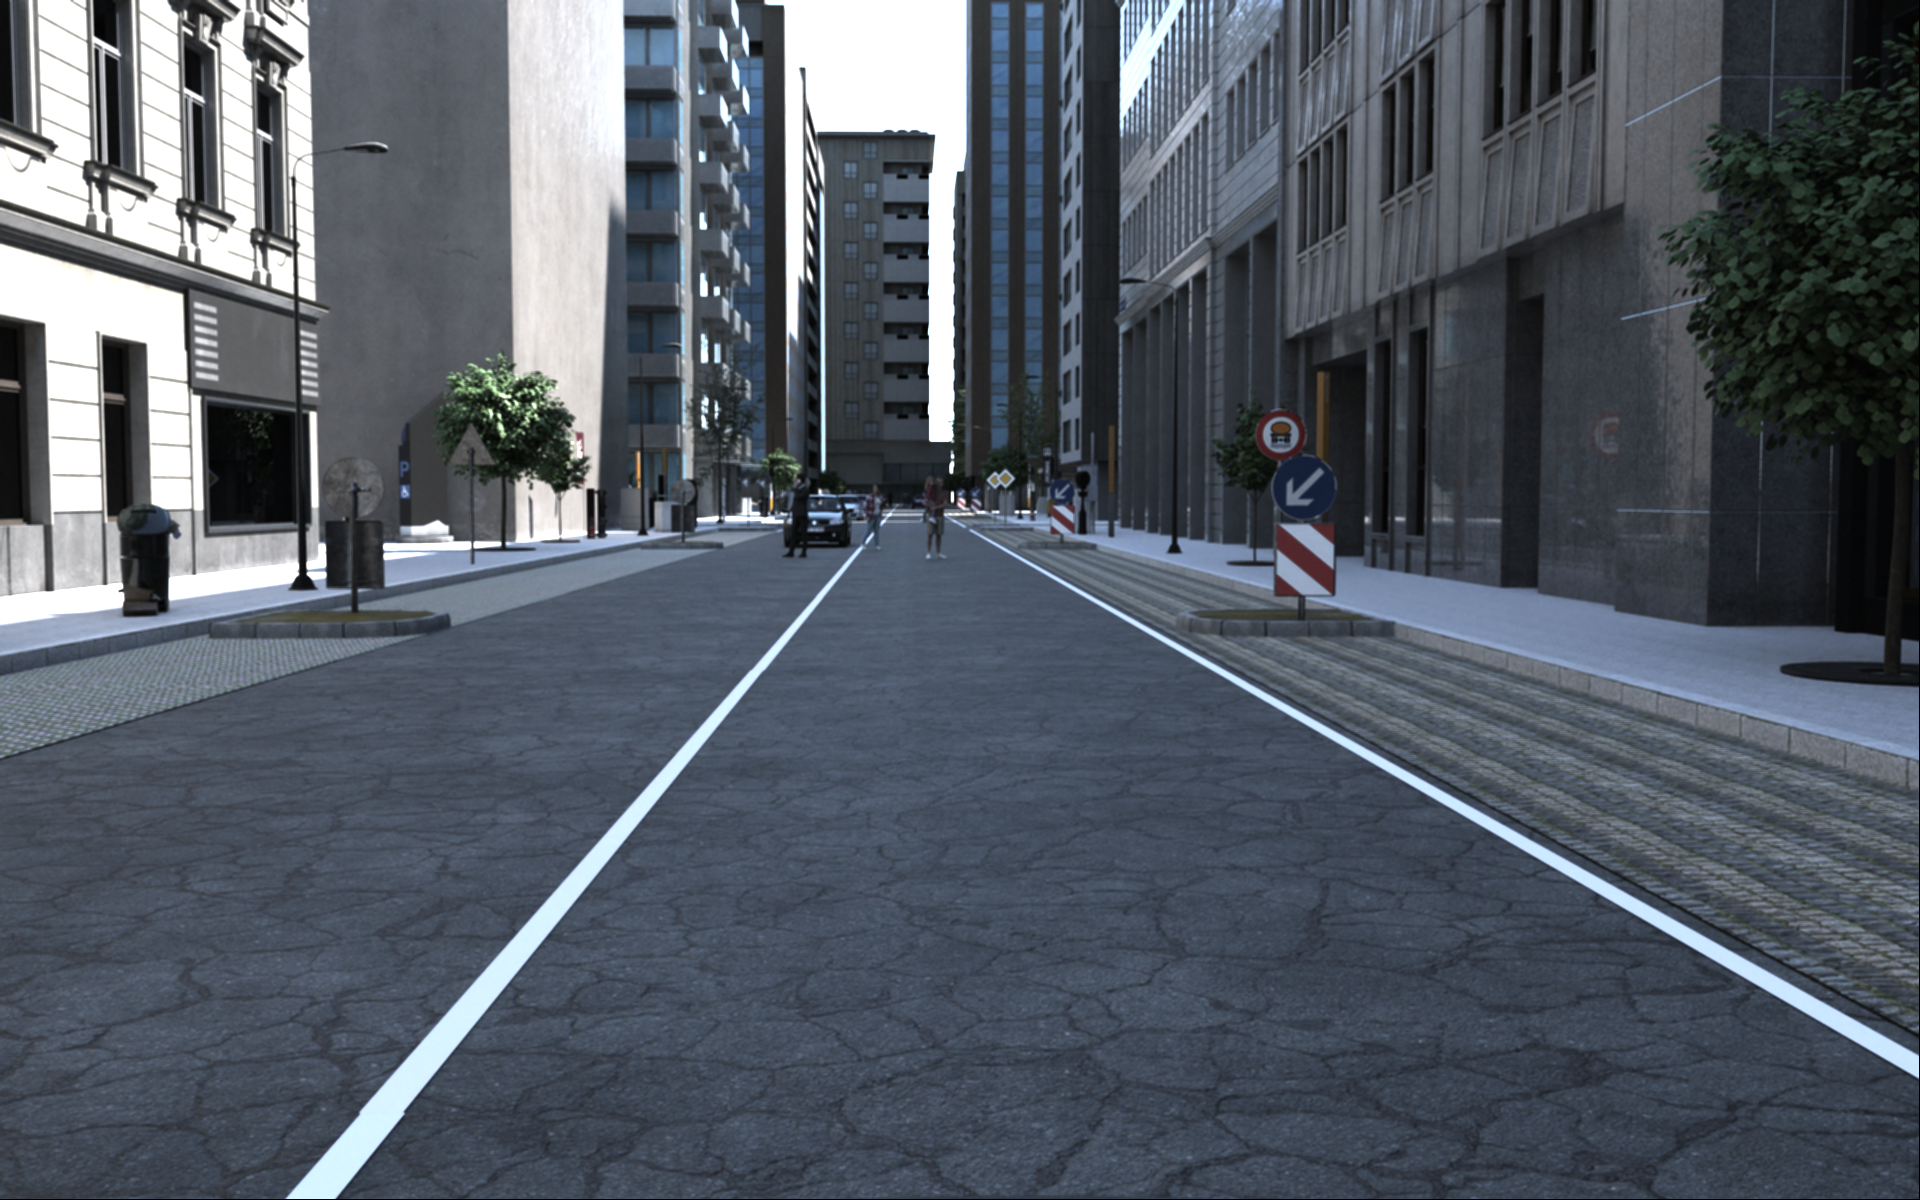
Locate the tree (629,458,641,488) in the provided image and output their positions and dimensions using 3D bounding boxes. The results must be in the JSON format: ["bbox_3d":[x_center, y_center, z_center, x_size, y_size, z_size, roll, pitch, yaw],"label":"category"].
[{"bbox_3d":[-15.338,-5.083,77.707,1.663,3.219,1.824,0,3,0],"label":"tree"}]

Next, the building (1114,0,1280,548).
[{"bbox_3d":[11.873,-16.714,50.766,11.434,29.767,29.804,0,4,-2],"label":"building"}]

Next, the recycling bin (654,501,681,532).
[{"bbox_3d":[-9.895,-2.819,58.646,0.722,1.027,0.722,-2,4,-29],"label":"recycling bin"}]

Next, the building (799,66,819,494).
[{"bbox_3d":[-26.742,-34.564,188.828,21.300,48.544,21.600,0,4,-2],"label":"building"}]

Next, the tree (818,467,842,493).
[{"bbox_3d":[-15.781,-13.670,207.225,4.285,4.588,4.351,0,3,0],"label":"tree"}]

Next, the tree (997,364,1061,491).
[{"bbox_3d":[4.328,-9.080,98.816,4.737,8.622,4.395,0,3,0],"label":"tree"}]

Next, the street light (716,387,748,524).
[{"bbox_3d":[-9.918,-6.287,75.338,1.470,5.913,1.316,0,4,-2],"label":"street light"}]

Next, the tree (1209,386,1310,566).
[{"bbox_3d":[5.241,-2.250,31.388,1.663,3.219,1.824,0,3,0],"label":"tree"}]

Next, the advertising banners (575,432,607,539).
[{"bbox_3d":[-10.625,-3.283,49.866,0.090,3.025,2.074,1,4,12],"label":"advertising banners"}]

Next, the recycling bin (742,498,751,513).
[{"bbox_3d":[-14.378,-6.281,115.254,0.722,1.027,0.722,-3,5,-41],"label":"recycling bin"}]

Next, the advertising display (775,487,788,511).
[{"bbox_3d":[-13.247,-7.546,128.596,0.974,1.923,0.123,1,4,17],"label":"advertising display"}]

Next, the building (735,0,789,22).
[{"bbox_3d":[-22.189,-31.003,157.010,14.600,45.320,14.200,0,4,-2],"label":"building"}]

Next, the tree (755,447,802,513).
[{"bbox_3d":[-12.522,-8.310,119.575,4.285,4.588,4.351,0,3,0],"label":"tree"}]

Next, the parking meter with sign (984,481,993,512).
[{"bbox_3d":[1.976,-7.704,122.224,0.543,3.016,1.738,-1,4,-12],"label":"parking meter with sign"}]

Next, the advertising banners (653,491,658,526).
[{"bbox_3d":[-12.452,-4.350,67.314,2.074,3.025,0.090,-1,4,-10],"label":"advertising banners"}]

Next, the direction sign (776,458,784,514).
[{"bbox_3d":[-11.587,-7.252,110.568,0.379,3.537,0.876,0,4,-8],"label":"direction sign"}]

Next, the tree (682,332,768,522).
[{"bbox_3d":[-10.851,-7.890,79.370,4.360,8.622,3.978,0,3,0],"label":"tree"}]

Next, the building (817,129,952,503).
[{"bbox_3d":[-15.212,-40.362,249.162,27.495,52.752,28.713,0,4,-2],"label":"building"}]

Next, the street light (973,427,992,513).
[{"bbox_3d":[1.584,-9.000,119.694,1.470,5.913,1.316,0,4,-2],"label":"street light"}]

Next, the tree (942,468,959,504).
[{"bbox_3d":[0.670,-11.557,172.676,4.285,4.588,4.351,0,3,0],"label":"tree"}]

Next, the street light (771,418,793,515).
[{"bbox_3d":[-10.902,-8.166,106.047,1.470,5.913,1.316,0,4,-2],"label":"street light"}]

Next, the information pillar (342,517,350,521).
[{"bbox_3d":[-14.854,-2.301,42.107,0.304,2.012,0.304,-2,4,-24],"label":"information pillar"}]

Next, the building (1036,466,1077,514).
[{"bbox_3d":[21.616,-25.744,112.796,32.217,40.220,23.993,0,4,-2],"label":"building"}]

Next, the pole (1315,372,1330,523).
[{"bbox_3d":[6.067,-2.150,28.989,0.158,3.312,0.155,0,3,0],"label":"pole"}]

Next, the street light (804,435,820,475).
[{"bbox_3d":[-11.725,-10.030,136.537,1.470,5.913,1.316,0,4,-2],"label":"street light"}]

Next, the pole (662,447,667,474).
[{"bbox_3d":[-12.906,-5.012,75.785,0.158,3.312,0.155,0,3,0],"label":"pole"}]

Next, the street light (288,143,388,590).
[{"bbox_3d":[-8.263,-3.089,23.045,1.470,5.913,1.316,0,4,-2],"label":"street light"}]

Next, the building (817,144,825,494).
[{"bbox_3d":[-24.366,-34.646,216.572,14.200,45.320,14.600,0,4,-2],"label":"building"}]

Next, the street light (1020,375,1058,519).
[{"bbox_3d":[3.248,-5.830,67.864,1.470,5.913,1.316,0,4,-2],"label":"street light"}]

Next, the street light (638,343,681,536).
[{"bbox_3d":[-9.292,-4.953,53.529,1.470,5.913,1.316,0,4,-2],"label":"street light"}]

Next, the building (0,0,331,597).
[{"bbox_3d":[-19.520,-14.461,12.848,17.030,29.872,44.131,0,4,-2],"label":"building"}]

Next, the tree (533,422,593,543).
[{"bbox_3d":[-10.541,-3.152,46.133,1.663,3.219,1.824,0,3,0],"label":"tree"}]

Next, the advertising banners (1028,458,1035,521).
[{"bbox_3d":[3.424,-5.302,82.878,0.090,3.025,2.074,0,4,-6],"label":"advertising banners"}]

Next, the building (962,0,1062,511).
[{"bbox_3d":[7.561,-29.918,139.269,14.600,45.320,14.200,0,4,-2],"label":"building"}]

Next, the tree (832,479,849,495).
[{"bbox_3d":[-15.224,-14.148,225.926,1.663,3.219,1.824,0,3,0],"label":"tree"}]

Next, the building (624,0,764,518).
[{"bbox_3d":[-23.791,-29.238,97.642,23.786,49.044,30.456,0,4,-2],"label":"building"}]

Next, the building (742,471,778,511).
[{"bbox_3d":[-30.554,-26.972,132.880,32.217,40.220,23.993,0,4,-2],"label":"building"}]

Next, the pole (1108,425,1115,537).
[{"bbox_3d":[4.509,-3.528,51.529,0.158,3.312,0.155,0,3,0],"label":"pole"}]

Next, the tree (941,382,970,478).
[{"bbox_3d":[1.851,-14.639,157.467,7.486,12.596,7.792,0,3,0],"label":"tree"}]

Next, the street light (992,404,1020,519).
[{"bbox_3d":[2.561,-7.124,89.025,1.470,5.913,1.316,0,4,-2],"label":"street light"}]

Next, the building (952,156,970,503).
[{"bbox_3d":[9.665,-38.096,246.572,21.600,48.544,21.300,0,4,-2],"label":"building"}]

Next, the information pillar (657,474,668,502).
[{"bbox_3d":[-10.921,-3.615,63.591,0.304,2.012,0.304,0,4,5],"label":"information pillar"}]

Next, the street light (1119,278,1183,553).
[{"bbox_3d":[4.111,-3.965,37.375,1.470,5.913,1.316,0,4,-2],"label":"street light"}]

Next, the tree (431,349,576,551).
[{"bbox_3d":[-10.407,-3.405,39.381,4.285,4.588,4.351,0,3,0],"label":"tree"}]

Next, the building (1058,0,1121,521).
[{"bbox_3d":[12.474,-19.197,85.574,14.107,30.474,14.160,0,4,-2],"label":"building"}]

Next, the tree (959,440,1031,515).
[{"bbox_3d":[2.897,-7.861,112.248,4.285,4.588,4.351,0,3,0],"label":"tree"}]

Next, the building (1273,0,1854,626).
[{"bbox_3d":[12.929,-12.727,26.109,12.078,24.808,19.932,0,4,-2],"label":"building"}]

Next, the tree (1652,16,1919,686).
[{"bbox_3d":[6.503,-1.733,12.053,4.285,4.588,4.351,0,3,0],"label":"tree"}]

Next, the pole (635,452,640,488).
[{"bbox_3d":[-15.541,-5.487,83.563,0.158,3.312,0.155,0,3,0],"label":"pole"}]

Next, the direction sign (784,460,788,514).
[{"bbox_3d":[-11.551,-7.472,114.170,0.379,3.537,0.876,0,4,3],"label":"direction sign"}]

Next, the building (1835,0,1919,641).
[{"bbox_3d":[14.569,-10.893,7.786,12.332,23.373,15.834,0,4,-2],"label":"building"}]

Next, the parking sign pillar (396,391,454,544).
[{"bbox_3d":[-13.965,-3.462,45.076,1.447,3.967,1.447,2,4,29],"label":"parking sign pillar"}]

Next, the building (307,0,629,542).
[{"bbox_3d":[-29.263,-15.318,54.967,34.151,26.468,19.350,0,4,-2],"label":"building"}]
